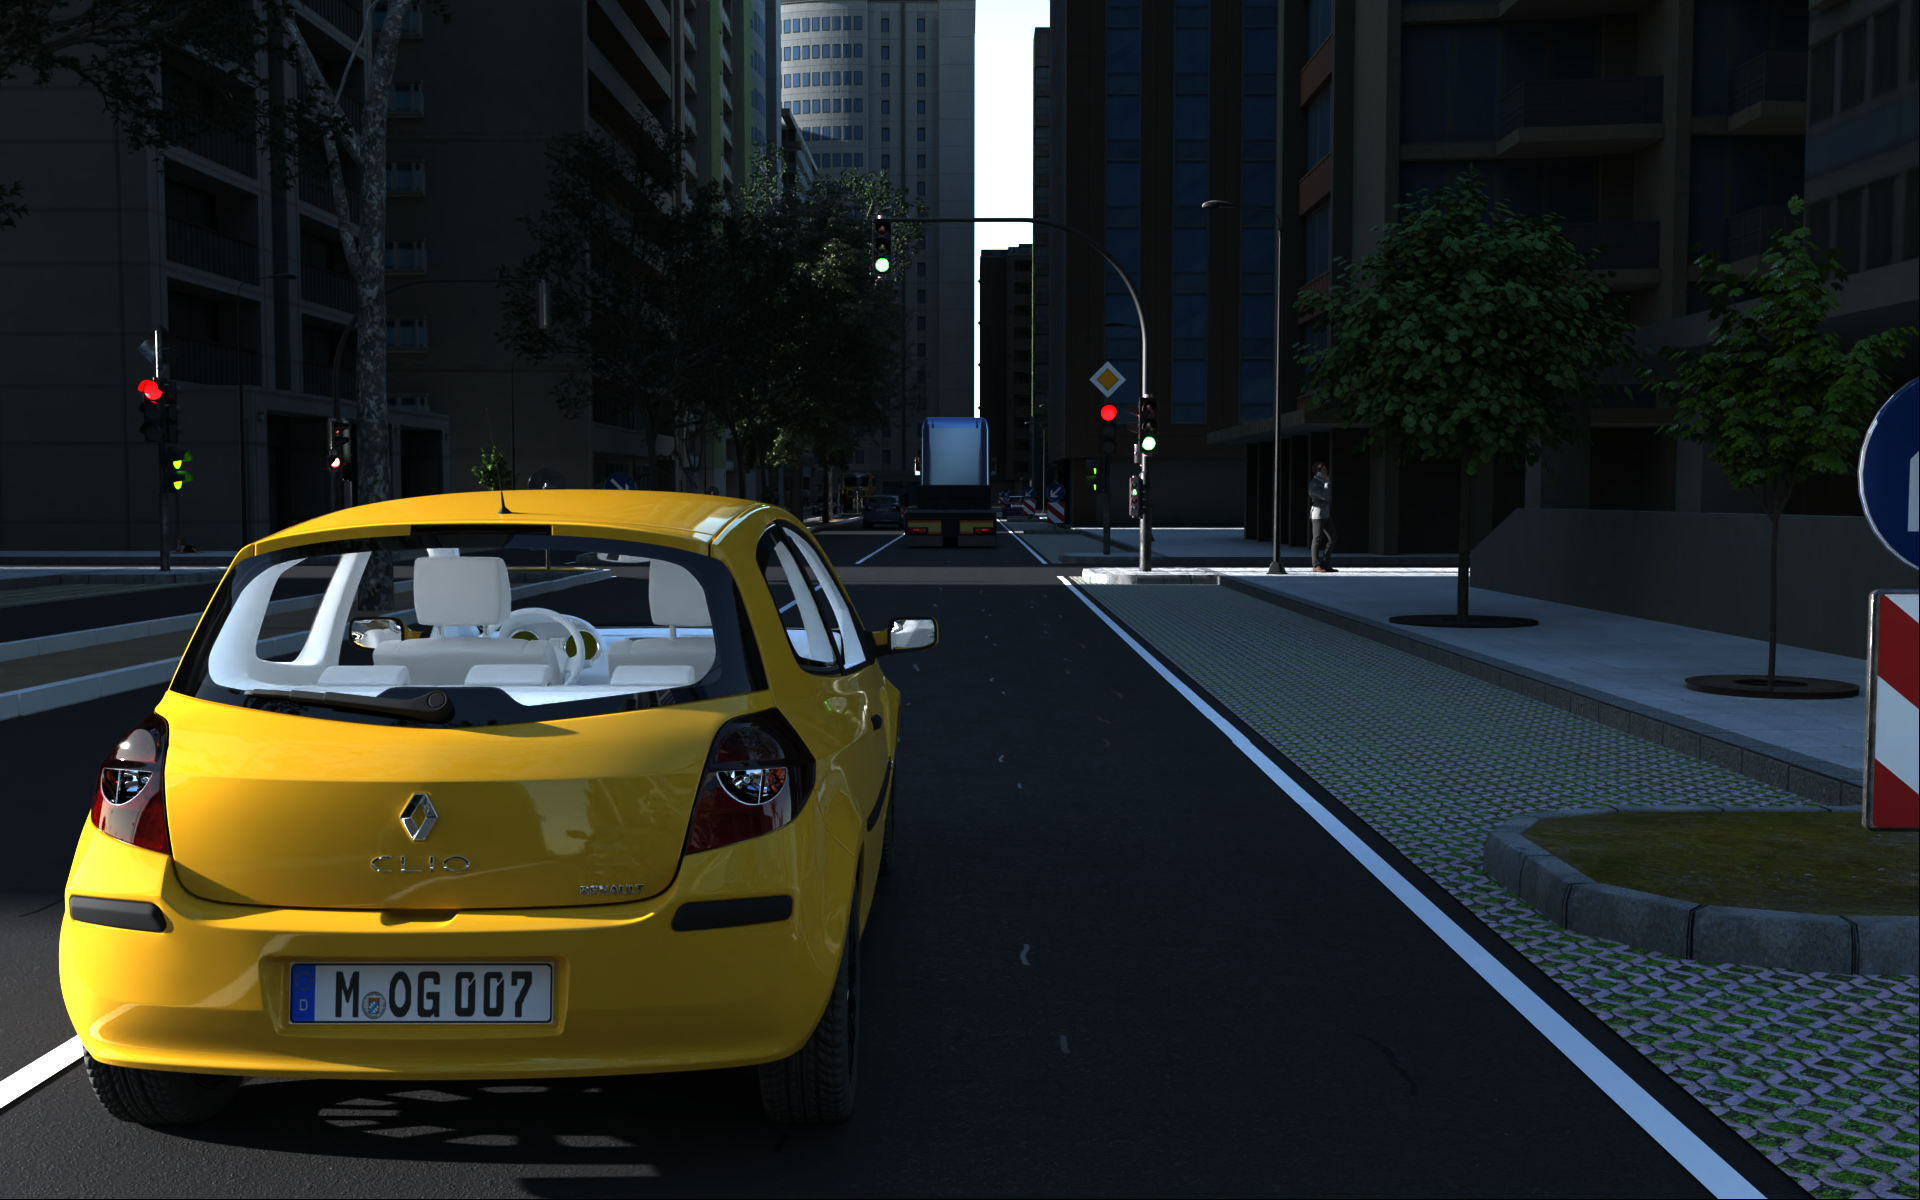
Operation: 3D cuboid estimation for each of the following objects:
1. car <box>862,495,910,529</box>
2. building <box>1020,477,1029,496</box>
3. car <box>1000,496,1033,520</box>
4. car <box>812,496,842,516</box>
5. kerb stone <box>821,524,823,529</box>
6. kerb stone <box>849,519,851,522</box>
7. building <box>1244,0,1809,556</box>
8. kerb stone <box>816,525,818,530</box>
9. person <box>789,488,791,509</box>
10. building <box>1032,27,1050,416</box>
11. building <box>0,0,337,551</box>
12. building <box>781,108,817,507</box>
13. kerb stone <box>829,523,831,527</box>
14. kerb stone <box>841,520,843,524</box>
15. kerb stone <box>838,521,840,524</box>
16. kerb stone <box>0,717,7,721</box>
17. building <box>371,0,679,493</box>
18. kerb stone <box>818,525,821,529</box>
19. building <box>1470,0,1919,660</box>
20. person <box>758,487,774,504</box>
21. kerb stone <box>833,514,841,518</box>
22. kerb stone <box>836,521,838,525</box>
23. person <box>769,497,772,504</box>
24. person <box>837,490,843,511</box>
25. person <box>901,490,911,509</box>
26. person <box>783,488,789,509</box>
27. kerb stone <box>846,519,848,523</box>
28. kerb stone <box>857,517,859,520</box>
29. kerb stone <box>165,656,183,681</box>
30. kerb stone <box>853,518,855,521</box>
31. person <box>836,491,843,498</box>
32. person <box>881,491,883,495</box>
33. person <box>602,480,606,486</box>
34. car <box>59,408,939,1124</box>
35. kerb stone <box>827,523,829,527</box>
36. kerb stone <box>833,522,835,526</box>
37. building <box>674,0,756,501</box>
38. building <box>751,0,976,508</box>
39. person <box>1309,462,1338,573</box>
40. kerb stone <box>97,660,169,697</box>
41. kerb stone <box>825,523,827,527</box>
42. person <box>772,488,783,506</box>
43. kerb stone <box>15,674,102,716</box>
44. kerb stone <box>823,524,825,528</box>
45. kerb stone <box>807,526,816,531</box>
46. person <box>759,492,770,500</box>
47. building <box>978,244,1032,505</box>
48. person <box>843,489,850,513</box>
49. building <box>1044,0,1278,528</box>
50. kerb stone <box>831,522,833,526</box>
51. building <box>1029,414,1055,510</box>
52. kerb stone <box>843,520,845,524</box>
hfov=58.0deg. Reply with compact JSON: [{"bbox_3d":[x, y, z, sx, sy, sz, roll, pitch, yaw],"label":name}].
[{"bbox_3d":[-3.130,-3.721,72.838,2.014,1.417,4.499,0,4,1],"label":"car"},{"bbox_3d":[22.397,-29.576,175.451,32.217,40.220,23.993,0,4,0],"label":"building"},{"bbox_3d":[3.252,-5.239,98.241,1.945,1.354,3.894,0,4,2],"label":"car"},{"bbox_3d":[-8.880,-6.309,115.732,1.945,1.354,3.894,0,4,2],"label":"car"},{"bbox_3d":[-5.794,-2.963,70.644,0.120,0.150,1.000,0,4,0],"label":"kerb stone"},{"bbox_3d":[-5.712,-3.962,87.040,0.120,0.150,1.000,0,4,0],"label":"kerb stone"},{"bbox_3d":[21.424,-23.830,44.242,28.867,44.769,22.147,0,4,0],"label":"building"},{"bbox_3d":[-5.817,-2.838,68.589,0.120,0.150,1.000,0,4,0],"label":"kerb stone"},{"bbox_3d":[-14.829,-8.941,152.205,0.705,1.826,1.348,2,4,30],"label":"person"},{"bbox_3d":[13.454,-28.880,155.787,14.154,41.232,14.086,0,4,0],"label":"building"},{"bbox_3d":[-26.022,-37.246,47.217,20.563,71.187,20.611,0,4,0],"label":"building"},{"bbox_3d":[-26.665,-29.324,171.333,23.993,40.220,32.217,0,4,0],"label":"building"},{"bbox_3d":[-5.772,-3.214,74.739,0.120,0.150,1.000,0,4,0],"label":"kerb stone"},{"bbox_3d":[-5.738,-3.650,81.915,0.120,0.150,1.000,0,4,0],"label":"kerb stone"},{"bbox_3d":[-5.749,-3.527,79.863,0.120,0.150,1.000,0,4,0],"label":"kerb stone"},{"bbox_3d":[-6.118,0.707,10.638,0.120,0.150,1.000,0,4,0],"label":"kerb stone"},{"bbox_3d":[-25.133,-27.722,76.955,21.300,48.544,21.600,0,4,0],"label":"building"},{"bbox_3d":[-5.804,-2.901,69.622,0.120,0.150,1.000,0,4,0],"label":"kerb stone"},{"bbox_3d":[23.127,-19.808,15.744,32.217,40.220,23.993,0,4,0],"label":"building"},{"bbox_3d":[-14.854,-7.794,133.111,1.348,1.869,0.705,1,4,23],"label":"person"},{"bbox_3d":[-7.700,-5.282,108.601,0.120,0.150,1.000,0,4,0],"label":"kerb stone"},{"bbox_3d":[-5.758,-3.465,78.841,0.120,0.150,1.000,0,4,0],"label":"kerb stone"},{"bbox_3d":[-15.063,-7.672,134.661,0.799,1.438,0.628,-1,4,-13],"label":"person"},{"bbox_3d":[-9.865,-8.191,142.554,0.705,1.807,1.348,2,4,28],"label":"person"},{"bbox_3d":[-5.070,-9.354,161.462,1.348,1.821,0.705,3,5,40],"label":"person"},{"bbox_3d":[-14.449,-8.477,144.640,0.705,1.824,1.348,1,4,11],"label":"person"},{"bbox_3d":[-5.718,-3.841,84.989,0.120,0.150,1.000,0,4,0],"label":"kerb stone"},{"bbox_3d":[-5.689,-4.341,93.213,0.120,0.150,1.000,0,4,0],"label":"kerb stone"},{"bbox_3d":[-6.103,0.520,13.713,0.120,0.150,1.000,0,4,0],"label":"kerb stone"},{"bbox_3d":[-5.691,-4.154,90.118,0.120,0.150,1.000,0,4,0],"label":"kerb stone"},{"bbox_3d":[-12.690,-10.467,180.149,1.217,1.766,0.721,0,4,7],"label":"person"},{"bbox_3d":[-8.318,-10.755,185.255,0.530,1.710,0.541,1,4,23],"label":"person"},{"bbox_3d":[-8.651,-2.054,42.303,0.641,1.798,0.478,1,4,18],"label":"person"},{"bbox_3d":[-1.079,0.297,5.370,2.015,1.641,3.980,0,3,0],"label":"car"},{"bbox_3d":[-5.786,-3.146,73.711,0.120,0.150,1.000,0,4,0],"label":"kerb stone"},{"bbox_3d":[-5.772,-3.339,76.783,0.120,0.150,1.000,0,4,0],"label":"kerb stone"},{"bbox_3d":[-22.011,-26.637,119.107,14.154,41.232,14.086,0,4,0],"label":"building"},{"bbox_3d":[-12.299,-40.505,204.261,28.212,58.520,21.231,0,4,0],"label":"building"},{"bbox_3d":[5.960,-1.356,28.398,0.592,1.802,0.473,-3,5,-44],"label":"person"},{"bbox_3d":[-6.107,0.581,12.691,0.120,0.150,1.000,0,4,0],"label":"kerb stone"},{"bbox_3d":[-5.788,-3.088,72.688,0.120,0.150,1.000,0,4,0],"label":"kerb stone"},{"bbox_3d":[-14.944,-8.244,141.547,1.217,1.736,0.721,3,5,40],"label":"person"},{"bbox_3d":[-6.107,0.644,11.664,0.120,0.150,1.000,0,4,0],"label":"kerb stone"},{"bbox_3d":[-5.794,-3.024,71.666,0.120,0.150,1.000,0,4,0],"label":"kerb stone"},{"bbox_3d":[-5.822,-2.775,67.567,0.120,0.150,1.000,0,4,0],"label":"kerb stone"},{"bbox_3d":[-14.485,-7.455,128.457,0.617,1.759,0.750,1,4,15],"label":"person"},{"bbox_3d":[9.184,-26.360,202.687,14.107,30.474,14.160,0,4,0],"label":"building"},{"bbox_3d":[-8.726,-7.570,132.206,0.705,1.831,1.348,-2,4,-24],"label":"person"},{"bbox_3d":[10.996,-25.845,72.673,14.600,45.320,14.200,0,4,0],"label":"building"},{"bbox_3d":[-5.779,-3.276,75.761,0.120,0.150,1.000,0,4,0],"label":"kerb stone"},{"bbox_3d":[17.090,-50.105,131.884,22.319,86.520,31.000,0,4,0],"label":"building"},{"bbox_3d":[-5.738,-3.715,82.941,0.120,0.150,1.000,0,4,0],"label":"kerb stone"}]
